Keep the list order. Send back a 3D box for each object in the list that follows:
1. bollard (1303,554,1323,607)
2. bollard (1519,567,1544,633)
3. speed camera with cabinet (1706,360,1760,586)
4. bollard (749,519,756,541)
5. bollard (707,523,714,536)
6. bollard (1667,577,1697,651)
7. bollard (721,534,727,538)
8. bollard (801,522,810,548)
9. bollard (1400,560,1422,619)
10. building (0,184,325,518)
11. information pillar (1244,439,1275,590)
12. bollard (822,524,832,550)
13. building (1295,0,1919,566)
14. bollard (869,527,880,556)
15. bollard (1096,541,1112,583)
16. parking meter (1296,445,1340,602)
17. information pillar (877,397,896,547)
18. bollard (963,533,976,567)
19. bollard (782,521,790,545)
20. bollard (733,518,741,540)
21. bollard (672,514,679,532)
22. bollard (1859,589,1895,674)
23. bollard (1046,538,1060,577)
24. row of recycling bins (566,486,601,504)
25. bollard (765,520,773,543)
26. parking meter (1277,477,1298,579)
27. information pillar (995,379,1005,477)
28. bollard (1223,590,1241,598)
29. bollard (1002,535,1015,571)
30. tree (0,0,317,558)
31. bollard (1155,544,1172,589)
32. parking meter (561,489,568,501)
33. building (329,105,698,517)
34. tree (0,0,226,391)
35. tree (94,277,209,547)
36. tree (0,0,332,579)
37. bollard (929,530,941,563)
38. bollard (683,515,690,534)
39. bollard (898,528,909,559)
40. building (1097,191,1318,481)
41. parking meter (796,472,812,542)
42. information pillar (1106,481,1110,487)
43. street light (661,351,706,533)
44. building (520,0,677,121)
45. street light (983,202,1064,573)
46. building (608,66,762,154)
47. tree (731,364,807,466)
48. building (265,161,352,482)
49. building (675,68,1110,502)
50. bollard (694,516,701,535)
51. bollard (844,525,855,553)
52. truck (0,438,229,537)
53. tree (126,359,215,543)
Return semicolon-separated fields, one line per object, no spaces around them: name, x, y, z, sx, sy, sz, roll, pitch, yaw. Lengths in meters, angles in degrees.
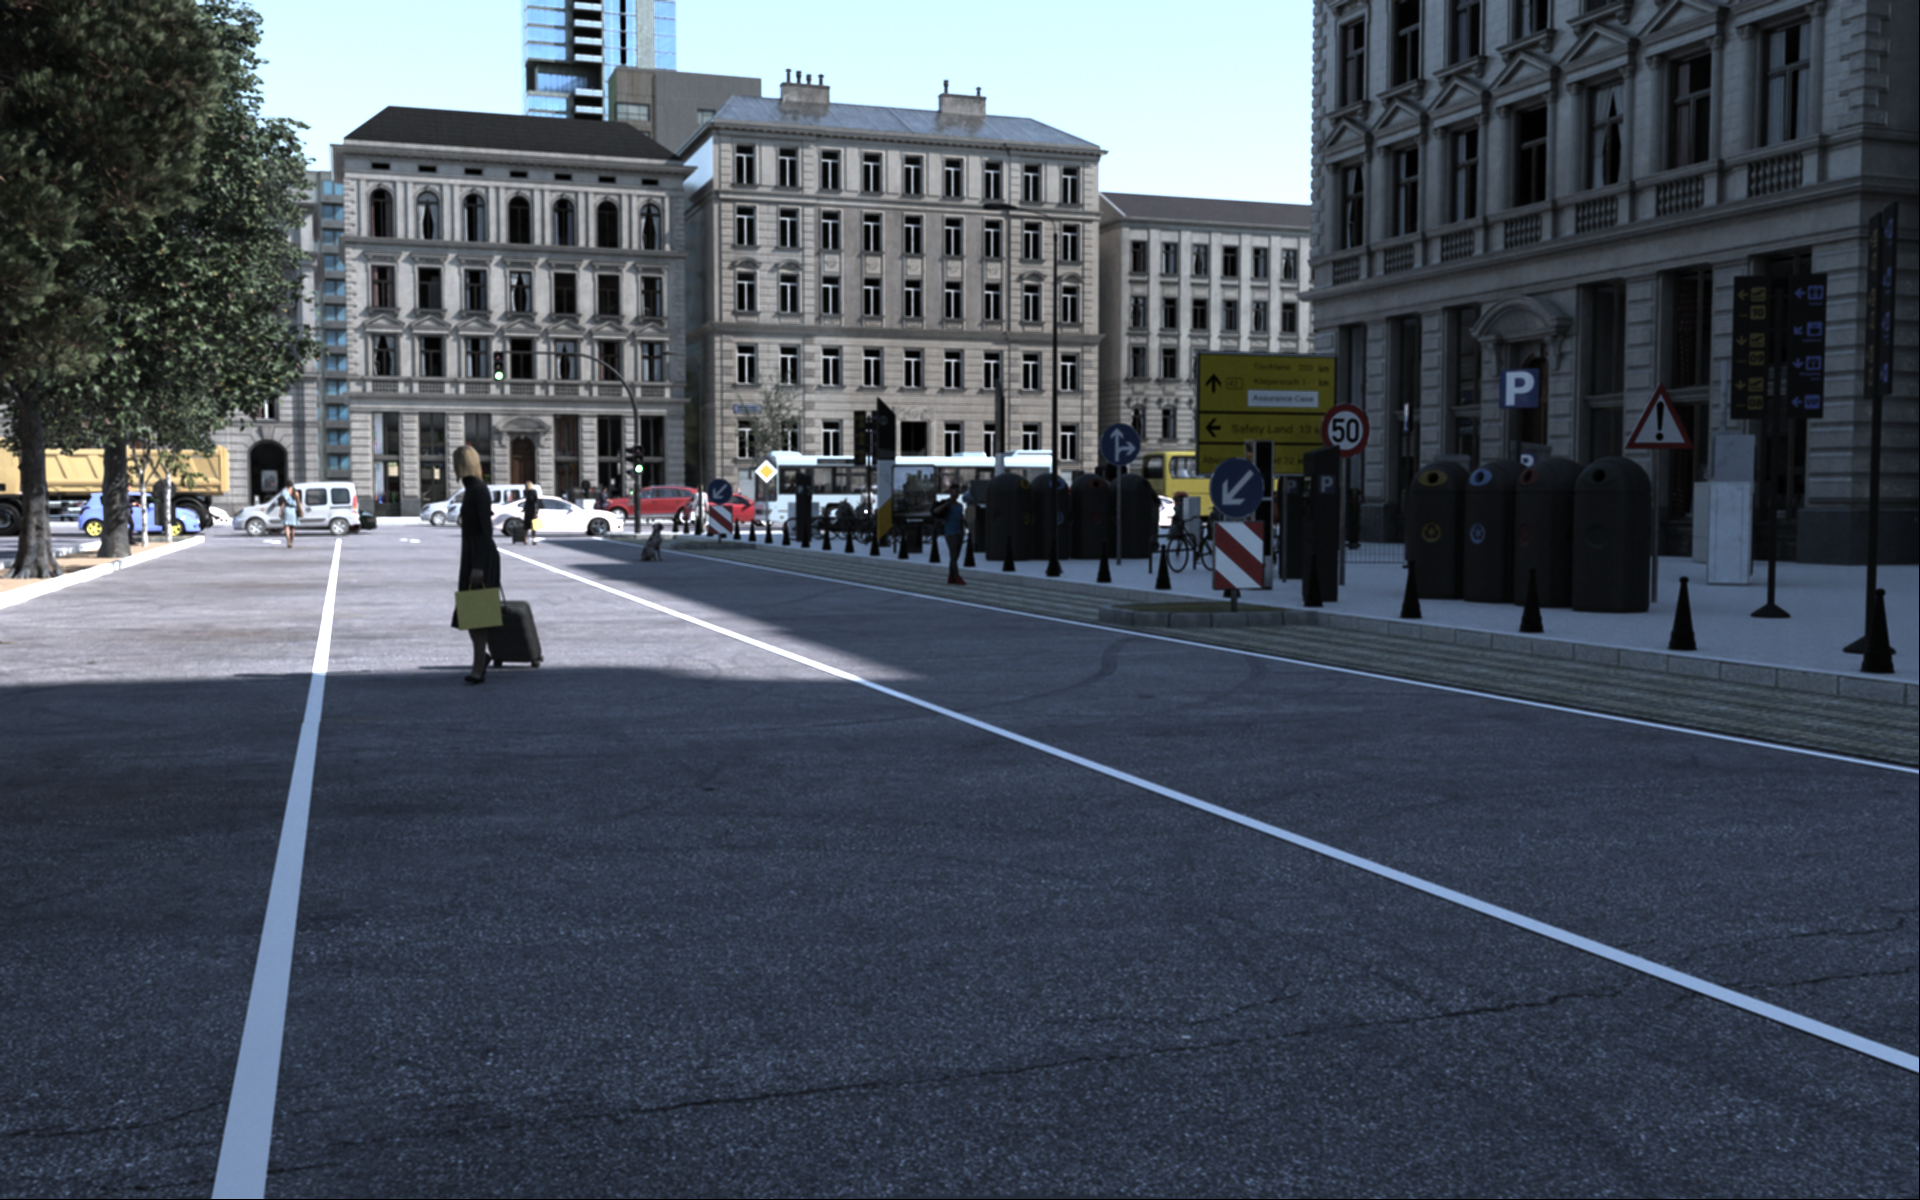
bollard;4.031;-0.226;19.744;0.229;0.601;0.229;0;3;0
bollard;5.318;-0.004;16.100;0.229;0.601;0.229;0;3;0
speed camera with cabinet;11.188;-1.878;25.038;0.660;3.252;2.038;2;4;26
bollard;-5.636;-1.894;47.012;0.229;0.601;0.229;0;3;0
bollard;-7.576;-2.229;52.484;0.229;0.601;0.229;0;3;0
bollard;5.966;0.107;14.288;0.229;0.601;0.229;0;3;0
bollard;-6.929;-2.117;50.659;0.229;0.601;0.229;0;3;0
bollard;-3.708;-1.561;41.567;0.229;0.601;0.229;0;3;0
bollard;4.672;-0.115;17.926;0.229;0.601;0.229;0;3;0
building;-47.651;-15.491;95.074;24.055;21.916;13.314;-1;4;-19
information pillar;4.007;-1.146;23.236;0.304;2.012;0.304;-1;4;-15
bollard;-3.060;-1.450;39.754;0.229;0.601;0.229;0;3;0
building;17.347;-12.948;40.571;11.050;23.489;19.941;-1;4;-19
bollard;-1.776;-1.228;36.122;0.229;0.601;0.229;0;3;0
bollard;2.097;-0.560;25.189;0.229;0.601;0.229;0;3;0
parking meter;4.292;-0.914;20.658;0.399;1.863;0.255;-1;4;-17
information pillar;-1.803;-3.103;42.089;0.504;3.616;0.183;-2;4;-31
bollard;0.168;-0.892;30.633;0.229;0.601;0.229;0;3;0
bollard;-4.353;-1.672;43.381;0.229;0.601;0.229;0;3;0
bollard;-6.289;-2.006;48.843;0.229;0.601;0.229;0;3;0
bollard;-9.522;-2.564;57.959;0.229;0.601;0.229;0;3;0
bollard;6.613;0.219;12.468;0.229;0.601;0.229;0;3;0
bollard;1.456;-0.671;27.005;0.229;0.601;0.229;0;3;0
row of recycling bins;-20.794;-5.405;95.489;1.069;1.692;3.534;1;4;13
bollard;-4.992;-1.783;45.197;0.229;0.601;0.229;0;3;0
parking meter;5.019;-1.254;26.218;0.399;1.863;0.255;2;4;25
information pillar;0.802;-2.678;35.148;0.183;3.616;0.504;-1;4;-13
bollard;3.386;-0.337;21.558;0.229;0.601;0.229;0;3;0
bollard;0.813;-0.782;28.819;0.229;0.601;0.229;0;3;0
tree;-19.016;-7.916;38.539;9.857;13.997;8.962;0;3;0
bollard;2.744;-0.449;23.376;0.229;0.601;0.229;0;3;0
parking meter;-20.130;-4.882;88.235;0.372;1.533;0.369;0;3;0
building;-26.318;-16.707;102.032;19.941;23.489;11.050;-1;4;-19
tree;-13.043;-6.791;20.914;7.806;13.903;7.818;0;3;0
tree;-21.864;-5.713;46.229;4.737;8.622;4.395;0;3;0
tree;-15.814;-6.718;29.297;9.611;12.733;9.660;0;3;0
bollard;-0.473;-1.004;32.451;0.229;0.601;0.229;0;3;0
bollard;-8.869;-2.452;56.134;0.229;0.601;0.229;0;3;0
bollard;-1.122;-1.115;34.277;0.229;0.601;0.229;0;3;0
building;16.878;-16.329;116.137;18.267;20.994;9.793;-1;4;-19
parking meter;-4.198;-2.501;46.604;0.399;1.863;0.255;3;4;36
information pillar;8.587;-5.812;99.520;0.304;2.012;0.304;1;4;21
street light;-9.041;-5.141;56.599;1.470;5.913;1.316;-1;4;-19
building;-54.512;-58.261;265.240;31.000;86.520;22.319;-1;4;-19
street light;1.024;-3.384;27.863;1.470;5.913;1.316;-1;4;-19
building;-27.683;-29.825;171.227;14.154;41.232;14.086;-1;4;-19
tree;-10.503;-8.967;96.966;4.360;8.622;3.978;0;3;0
building;-97.246;-38.606;250.811;30.456;49.044;23.786;-1;4;-19
building;-4.619;-19.053;108.775;25.104;27.353;12.463;-1;4;-19
bollard;-8.224;-2.340;54.304;0.229;0.601;0.229;0;3;0
bollard;-2.422;-1.339;37.936;0.229;0.601;0.229;0;3;0
truck;-30.775;-3.934;60.245;9.791;3.379;3.469;-1;4;-21
tree;-23.258;-5.984;50.658;4.360;8.622;3.978;0;3;0
